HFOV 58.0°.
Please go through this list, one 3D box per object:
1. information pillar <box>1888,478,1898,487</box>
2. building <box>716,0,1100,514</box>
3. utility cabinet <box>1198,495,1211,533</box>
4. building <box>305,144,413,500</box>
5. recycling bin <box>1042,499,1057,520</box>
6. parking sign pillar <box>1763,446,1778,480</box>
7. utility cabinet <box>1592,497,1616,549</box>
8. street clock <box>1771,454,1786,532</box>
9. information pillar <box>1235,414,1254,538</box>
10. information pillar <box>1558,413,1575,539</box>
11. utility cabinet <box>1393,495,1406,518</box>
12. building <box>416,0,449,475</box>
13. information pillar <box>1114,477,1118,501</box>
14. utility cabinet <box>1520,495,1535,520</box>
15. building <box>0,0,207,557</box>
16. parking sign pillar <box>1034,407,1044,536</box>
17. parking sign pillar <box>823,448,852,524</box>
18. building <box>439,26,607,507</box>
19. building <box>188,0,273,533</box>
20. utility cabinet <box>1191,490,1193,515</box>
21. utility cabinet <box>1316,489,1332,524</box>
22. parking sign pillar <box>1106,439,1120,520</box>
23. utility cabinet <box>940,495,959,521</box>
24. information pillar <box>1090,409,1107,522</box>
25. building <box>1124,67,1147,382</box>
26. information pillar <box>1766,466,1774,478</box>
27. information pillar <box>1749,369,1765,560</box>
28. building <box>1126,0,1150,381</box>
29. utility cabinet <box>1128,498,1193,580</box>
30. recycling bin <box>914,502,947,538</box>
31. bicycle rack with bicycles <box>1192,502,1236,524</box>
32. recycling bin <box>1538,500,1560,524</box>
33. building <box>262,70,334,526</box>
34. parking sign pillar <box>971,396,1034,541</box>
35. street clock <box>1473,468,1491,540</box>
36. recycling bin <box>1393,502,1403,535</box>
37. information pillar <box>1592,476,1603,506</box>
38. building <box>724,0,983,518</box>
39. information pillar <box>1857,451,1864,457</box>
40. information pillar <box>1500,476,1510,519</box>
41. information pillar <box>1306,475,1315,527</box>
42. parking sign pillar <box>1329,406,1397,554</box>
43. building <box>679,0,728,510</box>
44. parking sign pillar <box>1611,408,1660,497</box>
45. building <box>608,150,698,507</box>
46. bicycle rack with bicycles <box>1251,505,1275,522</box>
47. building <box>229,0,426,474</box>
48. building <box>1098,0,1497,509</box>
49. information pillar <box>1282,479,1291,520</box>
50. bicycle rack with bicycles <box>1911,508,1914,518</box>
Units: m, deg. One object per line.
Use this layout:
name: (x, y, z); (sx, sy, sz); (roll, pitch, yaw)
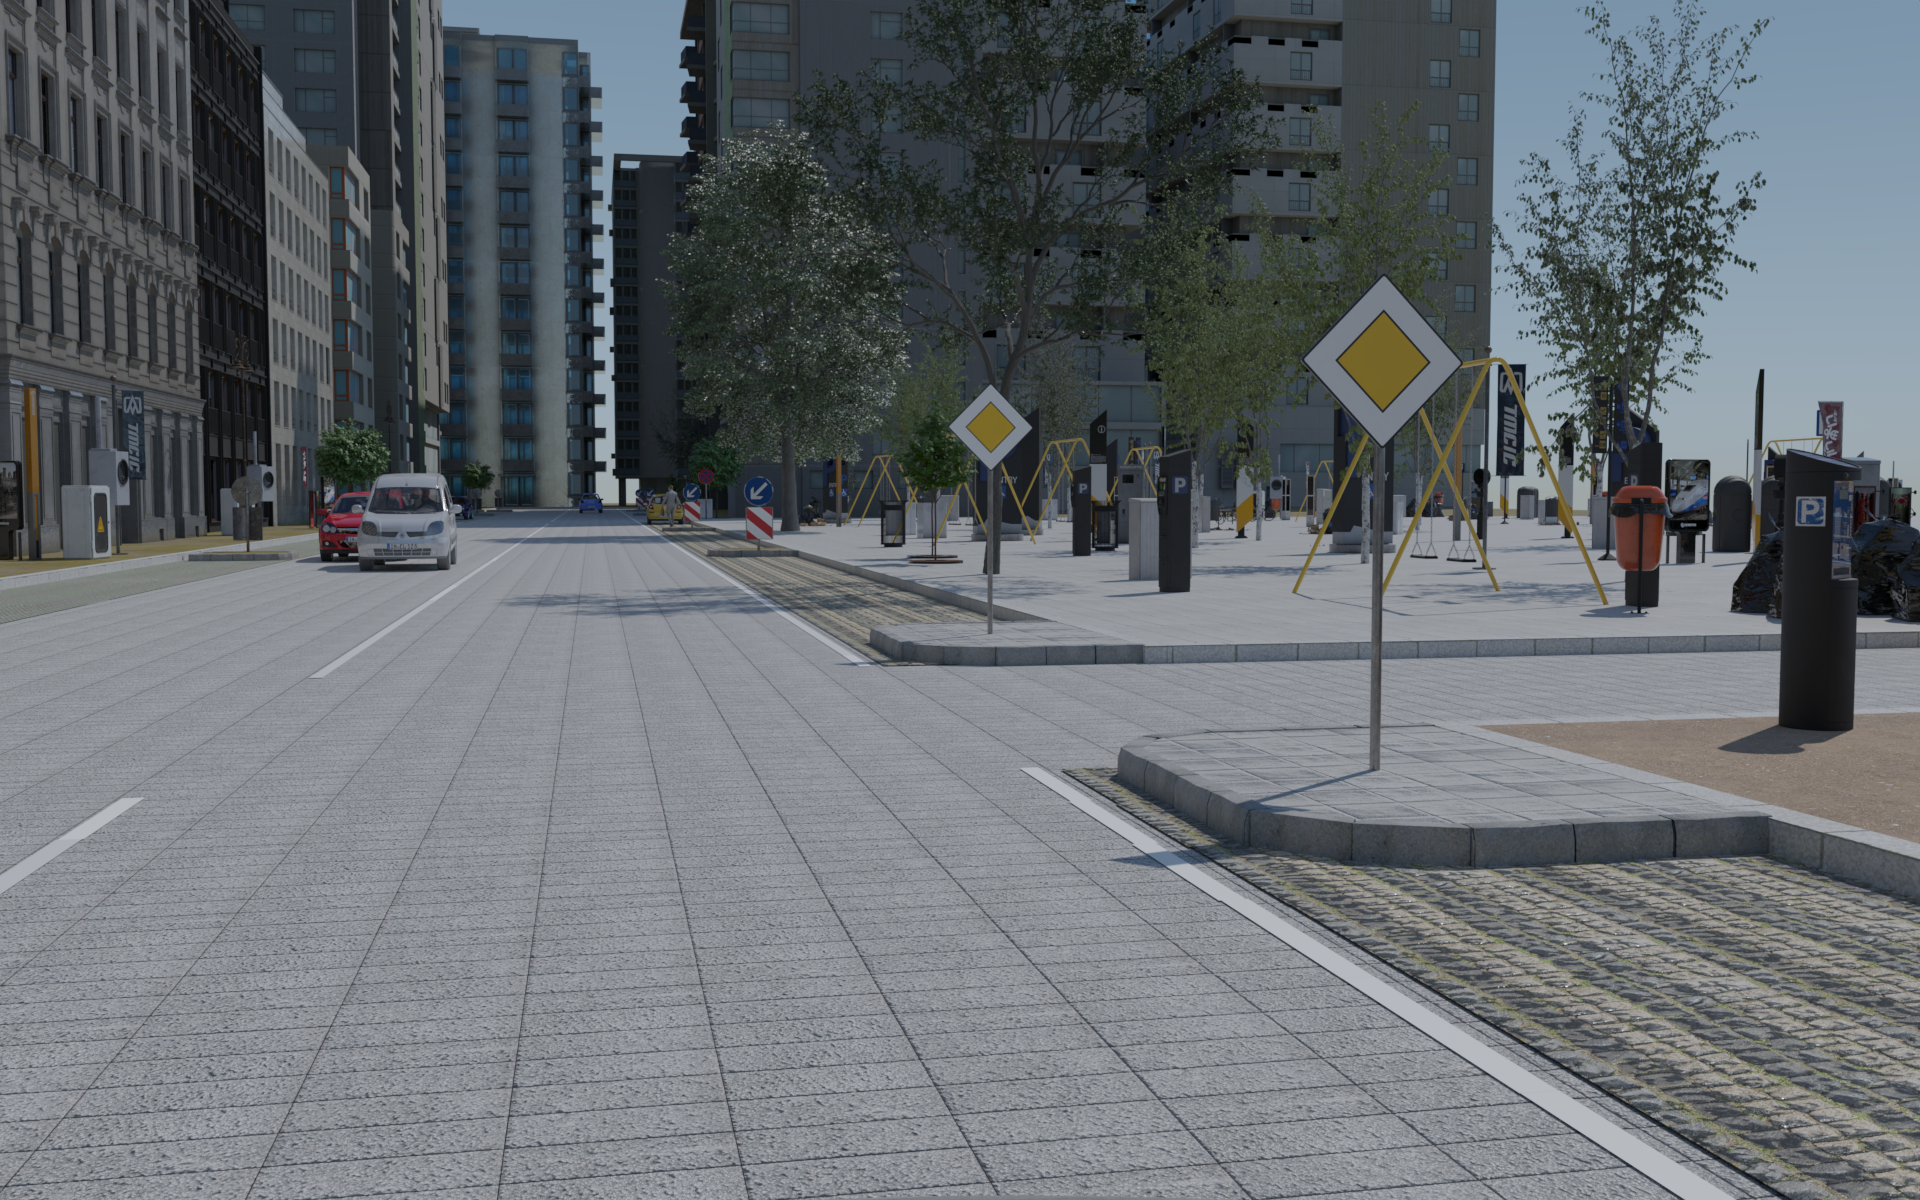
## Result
information pillar: (42.107, -4.508, 78.200); (0.304, 2.012, 0.304); (-1, 4, -14)
building: (-2.873, -32.665, 123.314); (28.713, 52.752, 27.495); (-1, 4, -12)
utility cabinet: (8.214, -2.871, 58.107); (0.306, 1.237, 1.020); (0, 4, 2)
building: (-46.845, -15.445, 97.562); (27.650, 21.520, 28.899); (-1, 4, -12)
recycling bin: (4.297, -4.417, 84.771); (0.722, 1.027, 0.722); (-2, 4, -27)
parking sign pillar: (45.822, -6.662, 97.391); (1.447, 3.967, 1.447); (-1, 4, -19)
utility cabinet: (15.338, -1.794, 40.496); (1.020, 1.237, 0.306); (2, 4, 28)
street clock: (14.998, -1.655, 31.623); (0.358, 2.002, 0.471); (2, 4, 34)
information pillar: (8.244, -3.597, 50.173); (0.504, 3.616, 0.183); (0, 4, -4)
information pillar: (17.553, -3.594, 50.119); (0.183, 3.616, 0.504); (-2, 4, -28)
utility cabinet: (23.846, -5.098, 94.513); (1.020, 1.237, 0.306); (-1, 4, -23)
building: (-56.341, -33.730, 140.727); (27.495, 52.752, 28.713); (-1, 4, -12)
information pillar: (6.746, -4.220, 73.487); (0.304, 2.012, 0.304); (3, 5, 43)
utility cabinet: (28.683, -4.672, 87.551); (0.306, 1.237, 1.020); (0, 4, -7)
building: (-25.688, -11.824, 42.477); (9.793, 20.994, 18.267); (-1, 4, -12)
parking sign pillar: (1.892, -4.011, 54.054); (1.447, 3.967, 1.447); (1, 4, 16)
parking sign pillar: (-5.462, -5.341, 75.802); (1.447, 3.967, 1.447); (-3, 5, -40)
building: (-52.607, -34.294, 180.308); (30.456, 49.044, 23.786); (-1, 4, -12)
building: (-31.452, -14.000, 58.583); (12.332, 23.373, 15.834); (-1, 4, -12)
utility cabinet: (11.325, -4.820, 87.486); (1.173, 1.500, 0.318); (-1, 4, -18)
utility cabinet: (15.442, -3.958, 73.394); (0.318, 1.500, 1.173); (2, 4, 29)
parking sign pillar: (7.176, -5.886, 84.705); (1.447, 3.967, 1.447); (2, 4, 32)
utility cabinet: (-0.577, -4.377, 82.730); (1.020, 1.237, 0.306); (1, 4, 10)
information pillar: (3.832, -3.457, 47.875); (0.504, 3.616, 0.183); (0, 4, 3)
building: (8.673, -29.273, 162.200); (14.086, 41.232, 14.154); (-1, 4, -12)
information pillar: (21.239, -2.492, 45.238); (0.304, 2.012, 0.304); (3, 5, 39)
information pillar: (15.037, -2.525, 32.643); (0.183, 3.616, 0.504); (1, 4, 17)
building: (15.827, -53.841, 192.967); (31.000, 86.520, 22.319); (-1, 4, -12)
utility cabinet: (3.032, -0.915, 26.120); (1.020, 1.237, 0.306); (-2, 4, -33)
recycling bin: (-0.820, -2.320, 50.486); (0.722, 1.027, 0.722); (-1, 4, -18)
bicycle rack with bicycles: (10.112, -3.680, 73.547); (2.925, 0.926, 2.852); (-3, 5, -40)
recycling bin: (25.752, -3.863, 75.721); (0.722, 1.027, 0.722); (0, 4, -2)
building: (-33.882, -13.461, 74.840); (10.420, 20.320, 16.860); (-1, 4, -12)
parking sign pillar: (1.027, -3.617, 47.602); (1.447, 3.967, 1.447); (-1, 4, -17)
street clock: (14.715, -2.709, 48.867); (0.358, 2.002, 0.471); (-2, 4, -26)
recycling bin: (13.646, -2.600, 55.071); (0.722, 1.027, 0.722); (2, 4, 30)
information pillar: (25.622, -3.983, 69.621); (0.304, 2.012, 0.304); (-3, 5, -44)
building: (-6.821, -25.561, 101.512); (14.154, 41.232, 14.086); (-1, 4, -12)
information pillar: (48.810, -6.282, 94.059); (0.504, 3.616, 0.183); (0, 4, -4)
information pillar: (28.296, -6.029, 89.930); (0.504, 3.616, 0.183); (-1, 4, -14)
information pillar: (13.706, -3.867, 67.721); (0.304, 2.012, 0.304); (1, 4, 13)
parking sign pillar: (8.841, -3.025, 37.923); (1.447, 3.967, 1.447); (-1, 4, -21)
building: (-12.757, -30.321, 150.376); (22.147, 44.769, 28.867); (-1, 4, -12)
parking sign pillar: (19.416, -3.754, 49.850); (1.447, 3.967, 1.447); (-2, 4, -34)
building: (-26.179, -30.476, 190.161); (23.993, 40.220, 32.217); (-1, 4, -12)
bicycle rack with bicycles: (13.238, -4.162, 81.427); (2.925, 0.926, 2.852); (1, 4, 16)
building: (-45.089, -26.658, 119.455); (14.154, 41.232, 14.086); (-1, 4, -12)
building: (30.433, -34.874, 159.433); (27.495, 52.752, 28.713); (-1, 4, -12)
information pillar: (15.948, -4.905, 84.689); (0.304, 2.012, 0.304); (-2, 4, -27)
bicycle rack with bicycles: (48.163, -4.705, 90.313); (2.925, 0.926, 2.852); (3, 5, 44)
